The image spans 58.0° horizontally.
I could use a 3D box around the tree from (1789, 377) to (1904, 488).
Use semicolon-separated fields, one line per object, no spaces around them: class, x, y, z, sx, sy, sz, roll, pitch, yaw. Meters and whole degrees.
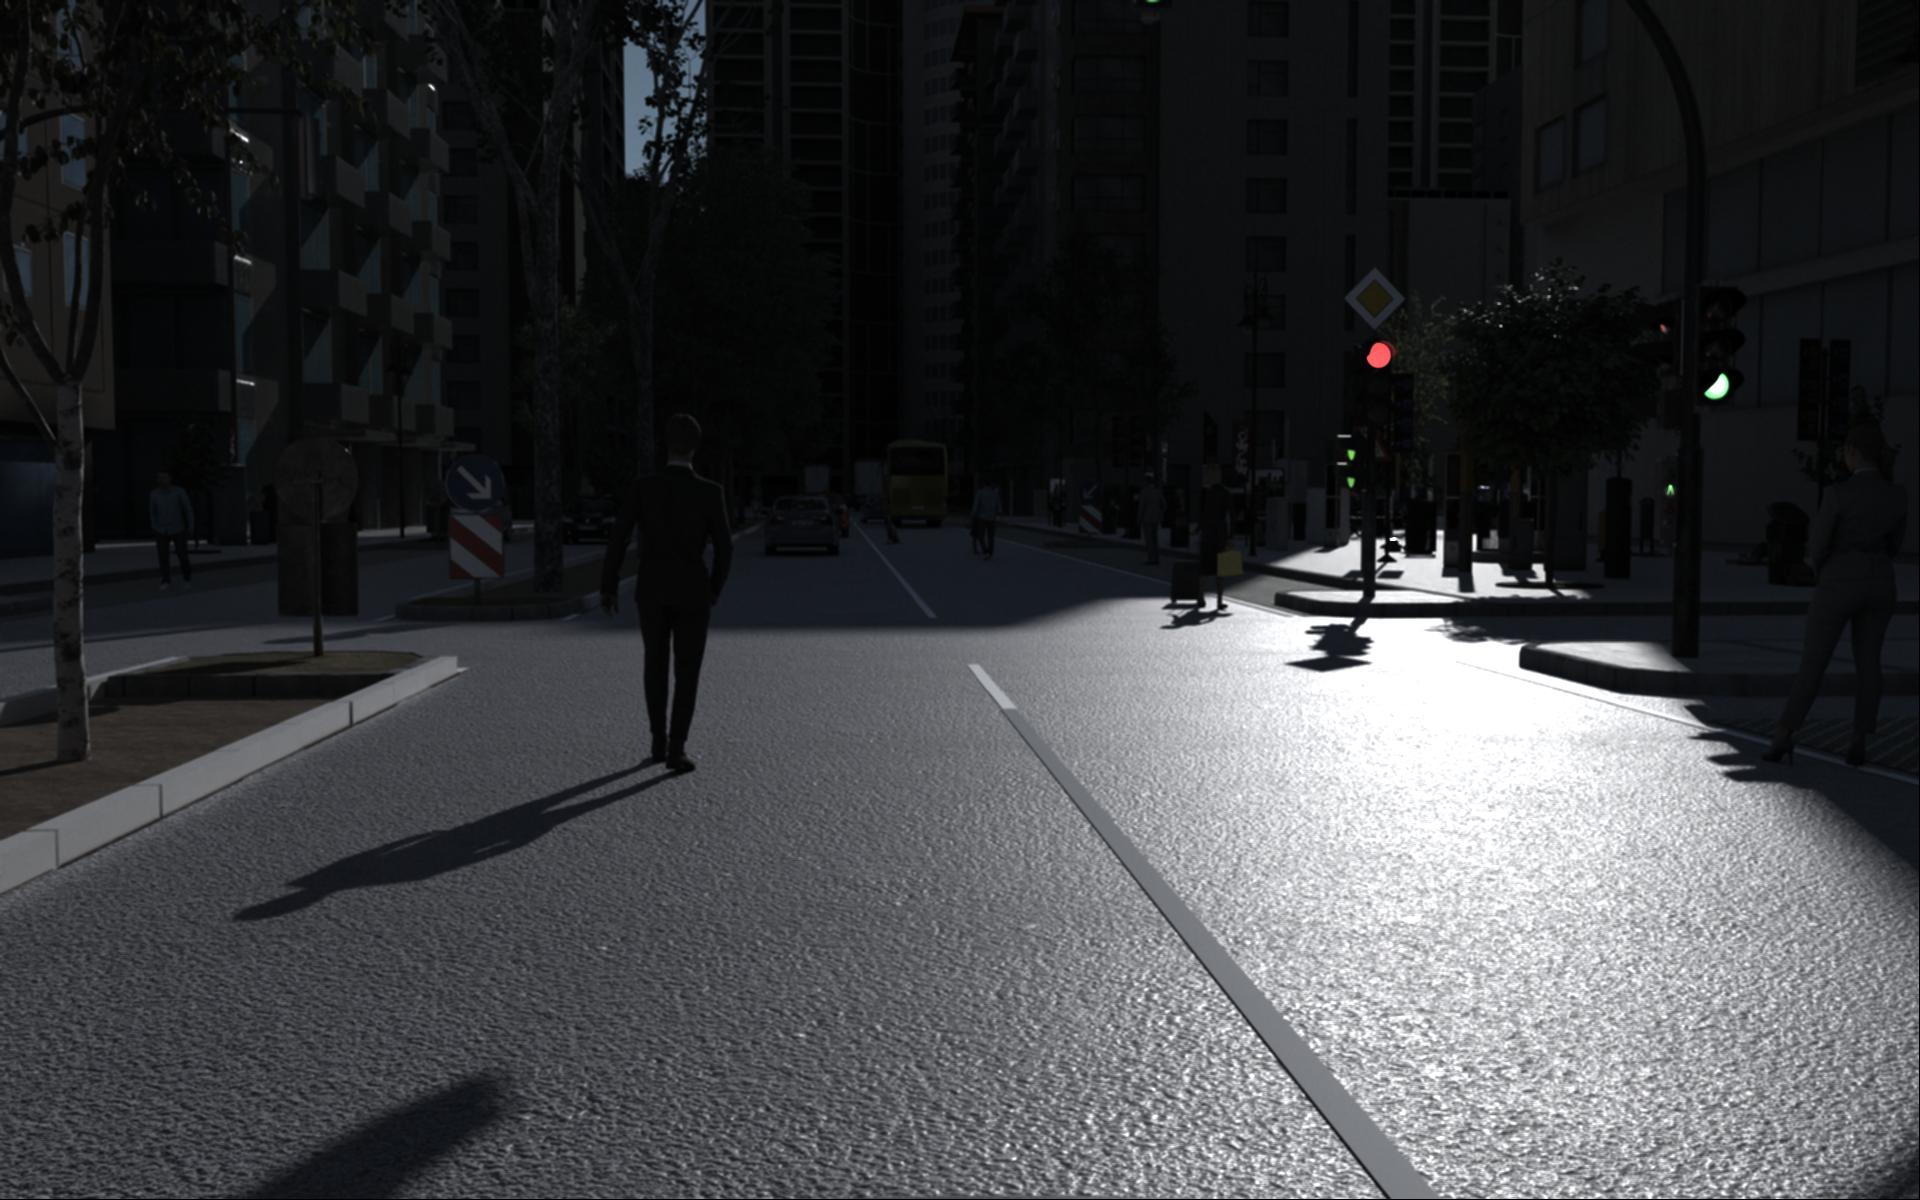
tree;14.596;-2.045;28.032;1.663;3.219;1.824;0;3;0

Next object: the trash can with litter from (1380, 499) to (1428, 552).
trash can with litter;9.959;-1.666;38.627;1.055;1.170;0.624;0;4;-7

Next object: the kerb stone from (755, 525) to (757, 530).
kerb stone;-8.035;-2.738;66.961;0.120;0.150;1.000;0;4;-4

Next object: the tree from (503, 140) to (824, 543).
tree;-7.705;-7.464;50.243;9.928;11.665;9.643;0;3;0

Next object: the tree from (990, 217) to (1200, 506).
tree;4.521;-7.621;59.009;7.601;10.594;8.767;0;4;-4

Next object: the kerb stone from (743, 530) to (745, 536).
kerb stone;-7.350;-2.175;57.765;0.120;0.150;1.000;0;4;-4

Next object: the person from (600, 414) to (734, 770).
person;-1.512;-0.051;9.115;0.659;1.850;0.755;0;4;-2

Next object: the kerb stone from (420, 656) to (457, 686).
kerb stone;-4.019;0.552;13.259;0.120;0.150;1.000;0;4;-4

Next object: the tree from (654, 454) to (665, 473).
tree;-21.564;-8.166;117.222;4.285;4.588;4.351;0;3;0

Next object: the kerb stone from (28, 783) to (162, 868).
kerb stone;-3.548;0.922;7.124;0.120;0.150;1.000;0;4;-4

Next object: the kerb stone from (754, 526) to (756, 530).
kerb stone;-7.959;-2.676;65.942;0.120;0.150;1.000;0;4;-4

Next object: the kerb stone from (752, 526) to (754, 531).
kerb stone;-7.884;-2.613;64.922;0.120;0.150;1.000;0;4;-4

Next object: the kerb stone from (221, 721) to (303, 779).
kerb stone;-3.707;0.797;9.167;0.120;0.150;1.000;0;4;-4

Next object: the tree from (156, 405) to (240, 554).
tree;-16.497;-2.631;37.620;1.663;3.219;1.824;0;3;0

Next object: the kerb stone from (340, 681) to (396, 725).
kerb stone;-3.855;0.672;11.211;0.120;0.150;1.000;0;4;-4

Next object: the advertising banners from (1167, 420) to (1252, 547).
advertising banners;5.992;-2.765;41.401;2.074;3.025;0.090;1;4;14

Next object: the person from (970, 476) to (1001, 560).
person;0.584;-1.787;37.743;0.660;1.820;0.620;-2;4;-26

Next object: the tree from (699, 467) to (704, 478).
tree;-25.557;-10.969;163.059;4.285;4.588;4.351;0;3;0

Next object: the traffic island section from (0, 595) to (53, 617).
traffic island section;-12.110;0.117;20.361;2.009;0.180;2.903;0;4;-4

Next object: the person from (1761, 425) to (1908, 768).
person;4.621;-0.022;9.140;0.520;1.790;0.573;-1;4;-23

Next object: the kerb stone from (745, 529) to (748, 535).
kerb stone;-7.499;-2.299;59.805;0.120;0.150;1.000;0;4;-4

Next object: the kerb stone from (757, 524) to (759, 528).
kerb stone;-8.197;-2.863;69.003;0.120;0.150;1.000;0;4;-4

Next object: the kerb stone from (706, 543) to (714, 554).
kerb stone;-6.275;-1.293;43.433;0.120;0.150;1.000;0;4;-4

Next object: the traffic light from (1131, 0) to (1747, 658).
traffic light;3.611;-2.361;13.269;4.771;5.953;1.251;0;4;-4

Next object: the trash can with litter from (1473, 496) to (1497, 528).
trash can with litter;20.687;-3.338;65.629;2.233;1.210;1.678;3;5;42

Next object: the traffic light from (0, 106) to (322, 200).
traffic light;-9.990;-2.798;20.421;4.771;5.953;1.251;0;4;-4

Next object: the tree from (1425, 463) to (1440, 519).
tree;23.592;-5.715;88.039;1.663;3.219;1.824;0;3;0

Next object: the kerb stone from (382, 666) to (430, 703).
kerb stone;-3.937;0.609;12.234;0.120;0.150;1.000;0;4;-4

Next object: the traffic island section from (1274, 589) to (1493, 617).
traffic island section;5.134;0.039;21.646;2.009;0.180;2.903;0;4;-4

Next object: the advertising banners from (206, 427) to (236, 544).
advertising banners;-19.124;-2.980;44.905;0.090;3.025;2.074;0;4;-2

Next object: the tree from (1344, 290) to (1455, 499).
tree;15.981;-6.816;61.810;4.360;8.622;3.978;0;3;0

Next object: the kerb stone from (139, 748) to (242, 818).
kerb stone;-3.622;0.859;8.149;0.120;0.150;1.000;0;4;-4

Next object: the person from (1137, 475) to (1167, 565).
person;3.835;-1.601;34.783;0.635;1.810;0.391;-3;5;-41

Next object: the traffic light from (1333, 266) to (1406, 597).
traffic light;5.093;-1.994;21.529;0.839;4.253;0.868;0;4;-4

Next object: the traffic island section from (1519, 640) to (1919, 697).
traffic island section;5.731;0.526;13.683;2.009;0.180;2.903;0;4;-4

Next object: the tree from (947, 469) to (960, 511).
tree;-0.786;-8.371;131.468;1.663;3.219;1.824;0;3;0

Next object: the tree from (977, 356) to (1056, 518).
tree;2.968;-8.682;92.310;4.360;8.622;3.978;0;3;0

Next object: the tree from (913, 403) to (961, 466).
tree;-1.779;-11.601;140.031;4.360;8.622;3.978;0;3;0

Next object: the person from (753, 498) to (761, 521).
person;-10.590;-4.705;90.448;0.505;1.210;0.382;1;4;16

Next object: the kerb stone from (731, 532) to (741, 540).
kerb stone;-7.198;-2.051;55.726;0.120;0.150;1.000;0;4;-4

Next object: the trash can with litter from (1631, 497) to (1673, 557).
trash can with litter;14.242;-1.529;36.055;1.678;1.210;2.233;0;4;-2

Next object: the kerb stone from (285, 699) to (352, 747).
kerb stone;-3.789;0.735;10.188;0.120;0.150;1.000;0;4;-4

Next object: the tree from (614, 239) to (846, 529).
tree;-9.509;-9.271;71.045;9.611;12.733;9.660;0;3;0

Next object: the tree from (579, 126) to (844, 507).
tree;-8.594;-9.288;60.977;9.857;13.997;8.962;0;3;0

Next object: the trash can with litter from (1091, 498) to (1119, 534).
trash can with litter;4.518;-2.671;55.052;1.055;1.170;0.624;0;4;1

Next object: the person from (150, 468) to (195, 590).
person;-11.773;-1.065;25.924;0.660;1.820;0.620;-1;4;-8

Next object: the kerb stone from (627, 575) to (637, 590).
kerb stone;-4.977;-0.236;26.056;0.120;0.150;1.000;0;4;-4

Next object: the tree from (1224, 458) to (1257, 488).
tree;12.054;-4.885;74.469;1.663;3.219;1.824;0;3;0

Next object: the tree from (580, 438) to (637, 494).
tree;-20.385;-7.161;100.788;4.285;4.588;4.351;0;3;0

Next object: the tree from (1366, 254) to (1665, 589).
tree;8.108;-2.455;23.858;4.285;4.588;4.351;0;3;0

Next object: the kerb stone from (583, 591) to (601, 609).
kerb stone;-4.673;0.017;21.961;0.120;0.150;1.000;0;4;-4

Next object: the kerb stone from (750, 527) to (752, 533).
kerb stone;-7.736;-2.484;62.876;0.120;0.150;1.000;0;4;-4

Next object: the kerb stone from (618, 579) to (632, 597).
kerb stone;-4.895;-0.174;25.035;0.120;0.150;1.000;0;4;-4

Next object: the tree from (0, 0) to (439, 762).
tree;-4.782;-3.452;9.253;4.360;8.622;3.978;0;3;0

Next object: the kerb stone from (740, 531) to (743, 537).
kerb stone;-7.277;-2.113;56.745;0.120;0.150;1.000;0;4;-4

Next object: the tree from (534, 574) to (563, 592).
tree;-7.290;-10.222;25.480;12.611;20.169;13.585;0;3;0

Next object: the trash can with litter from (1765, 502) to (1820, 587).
trash can with litter;11.790;-0.794;24.369;0.624;1.170;1.055;0;4;0
